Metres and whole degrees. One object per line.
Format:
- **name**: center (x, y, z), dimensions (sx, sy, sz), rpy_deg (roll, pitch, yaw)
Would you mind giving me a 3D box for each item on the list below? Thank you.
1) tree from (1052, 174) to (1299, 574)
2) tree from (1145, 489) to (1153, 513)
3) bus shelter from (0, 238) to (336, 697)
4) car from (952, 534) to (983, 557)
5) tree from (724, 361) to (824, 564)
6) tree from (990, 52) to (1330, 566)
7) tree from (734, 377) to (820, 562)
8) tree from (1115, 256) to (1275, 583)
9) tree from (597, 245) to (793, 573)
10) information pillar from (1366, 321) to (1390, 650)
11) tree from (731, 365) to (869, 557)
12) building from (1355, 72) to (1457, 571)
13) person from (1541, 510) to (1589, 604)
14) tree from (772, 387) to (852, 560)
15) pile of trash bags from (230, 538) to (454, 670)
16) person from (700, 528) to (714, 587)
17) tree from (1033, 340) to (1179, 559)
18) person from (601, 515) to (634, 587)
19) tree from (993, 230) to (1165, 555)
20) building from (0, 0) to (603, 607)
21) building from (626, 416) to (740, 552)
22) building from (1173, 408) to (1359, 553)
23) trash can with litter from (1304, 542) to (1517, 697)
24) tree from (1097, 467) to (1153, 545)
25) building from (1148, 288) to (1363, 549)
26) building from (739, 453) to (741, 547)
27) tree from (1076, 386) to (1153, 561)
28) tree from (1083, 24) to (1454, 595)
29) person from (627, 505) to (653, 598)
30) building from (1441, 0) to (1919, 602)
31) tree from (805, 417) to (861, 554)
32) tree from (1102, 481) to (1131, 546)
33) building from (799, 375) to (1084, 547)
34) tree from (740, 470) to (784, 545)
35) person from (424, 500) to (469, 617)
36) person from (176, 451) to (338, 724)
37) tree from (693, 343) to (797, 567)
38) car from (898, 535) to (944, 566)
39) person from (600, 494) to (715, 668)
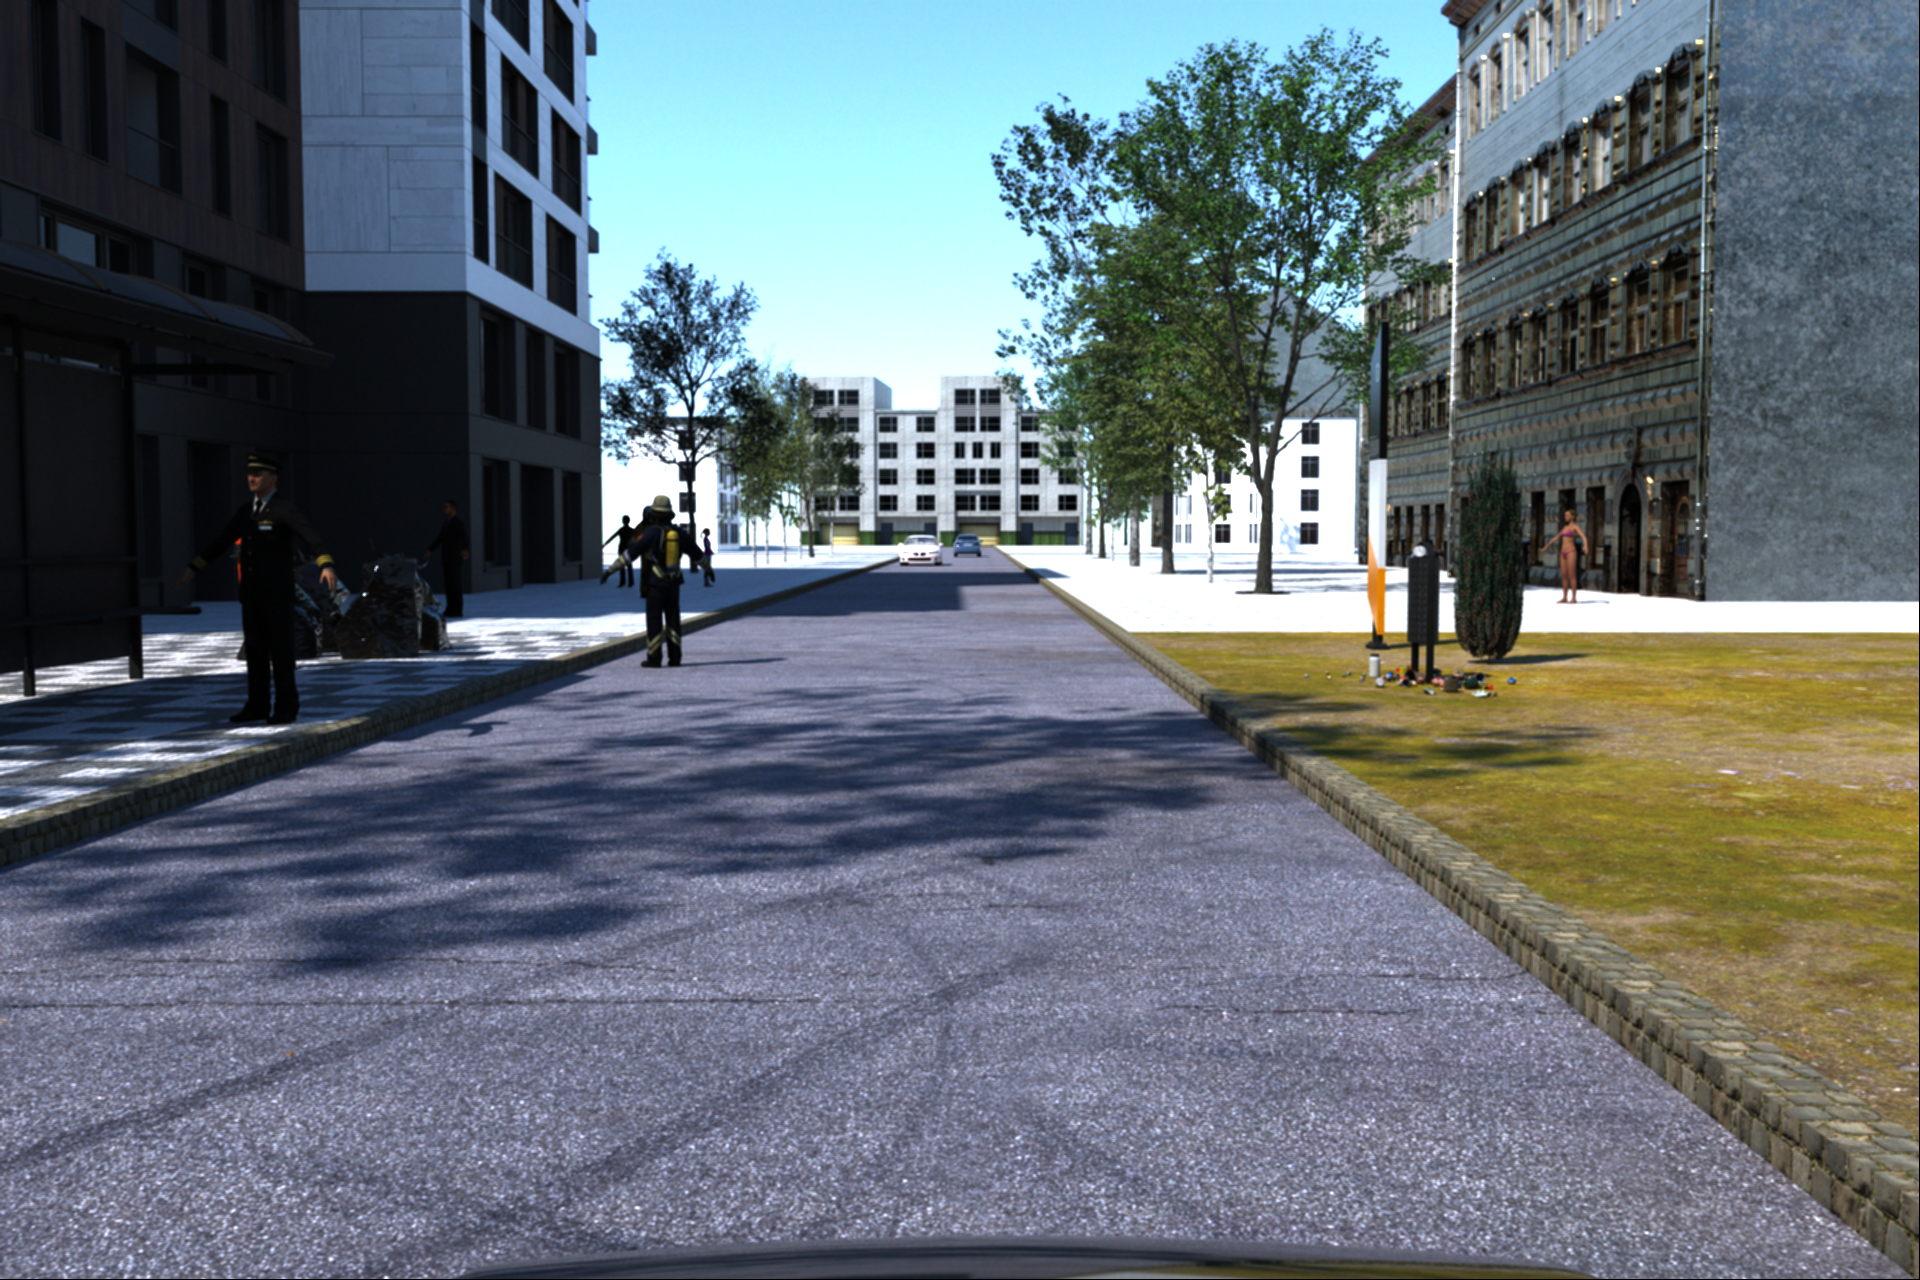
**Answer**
- **tree**: center (6.772, -8.357, 54.772), dimensions (7.486, 12.596, 7.792), rpy_deg (0, 3, 0)
- **tree**: center (23.236, -14.903, 194.028), dimensions (4.360, 8.622, 3.978), rpy_deg (0, 3, 0)
- **bus shelter**: center (-6.636, -1.152, 12.756), dimensions (2.014, 3.302, 5.546), rpy_deg (0, 4, 2)
- **car**: center (0.474, -5.996, 110.039), dimensions (2.014, 1.417, 4.499), rpy_deg (0, 3, 0)
- **tree**: center (-8.061, -7.491, 72.835), dimensions (4.737, 8.622, 4.395), rpy_deg (0, 3, 0)
- **tree**: center (8.247, -12.939, 67.435), dimensions (12.611, 20.169, 13.585), rpy_deg (0, 3, 0)
- **tree**: center (-7.873, -7.892, 79.391), dimensions (4.360, 8.622, 3.978), rpy_deg (0, 3, 0)
- **tree**: center (6.356, -5.796, 45.121), dimensions (4.737, 8.622, 4.395), rpy_deg (0, 3, 0)
- **tree**: center (-9.123, -7.496, 56.971), dimensions (7.601, 10.594, 8.767), rpy_deg (-2, 4, -29)
- **information pillar**: center (4.666, -1.711, 19.328), dimensions (0.183, 3.616, 0.504), rpy_deg (0, 4, 0)
- **tree**: center (-8.444, -9.835, 95.211), dimensions (7.601, 10.594, 8.767), rpy_deg (2, 4, 29)
- **building**: center (26.019, -14.204, 63.157), dimensions (19.493, 23.208, 18.063), rpy_deg (0, 4, 0)
- **person**: center (11.178, -1.539, 31.965), dimensions (0.721, 1.733, 1.217), rpy_deg (-1, 4, -20)
- **tree**: center (-8.180, -8.361, 87.068), dimensions (4.360, 8.622, 3.978), rpy_deg (0, 3, 0)
- **pile of trash bags**: center (-6.548, -0.494, 17.830), dimensions (1.912, 1.369, 3.447), rpy_deg (0, 4, 1)
- **person**: center (-6.102, -2.018, 42.256), dimensions (0.599, 1.433, 0.991), rpy_deg (-1, 4, -15)
- **tree**: center (7.639, -10.122, 91.249), dimensions (9.928, 11.665, 9.643), rpy_deg (0, 3, 0)
- **person**: center (-8.096, -2.140, 41.716), dimensions (0.721, 1.740, 1.216), rpy_deg (3, 5, 44)
- **tree**: center (7.763, -15.389, 107.506), dimensions (12.611, 20.169, 13.585), rpy_deg (0, 3, 0)
- **building**: center (-24.330, -11.627, 34.073), dimensions (27.936, 21.610, 32.646), rpy_deg (0, 4, 0)
- **building**: center (-21.952, -11.960, 137.699), dimensions (9.099, 9.664, 28.070), rpy_deg (0, 4, 0)
- **building**: center (22.080, -11.476, 129.775), dimensions (9.099, 9.664, 28.070), rpy_deg (0, 4, 0)
- **trash can with litter**: center (3.913, -0.220, 14.653), dimensions (1.678, 1.210, 2.233), rpy_deg (0, 4, 0)
- **tree**: center (19.601, -17.251, 200.178), dimensions (7.486, 12.596, 7.792), rpy_deg (0, 3, 0)
- **building**: center (28.105, -20.201, 161.213), dimensions (19.493, 23.208, 18.063), rpy_deg (0, 4, 0)
- **building**: center (-25.442, -13.694, 166.049), dimensions (9.099, 9.664, 28.070), rpy_deg (0, 4, 0)
- **tree**: center (7.239, -8.000, 81.164), dimensions (4.737, 8.622, 4.395), rpy_deg (0, 3, 0)
- **tree**: center (6.467, -6.783, 36.653), dimensions (9.928, 11.665, 9.643), rpy_deg (0, 3, 0)
- **person**: center (-6.234, -1.775, 34.793), dimensions (0.705, 1.858, 1.354), rpy_deg (2, 4, 35)
- **building**: center (23.418, -12.844, 40.932), dimensions (19.493, 23.208, 18.063), rpy_deg (0, 4, 1)
- **tree**: center (-8.065, -9.686, 108.724), dimensions (4.360, 8.622, 3.978), rpy_deg (0, 3, 0)
- **tree**: center (18.081, -14.862, 193.360), dimensions (4.360, 8.622, 3.978), rpy_deg (0, 3, 0)
- **building**: center (-1.546, -20.250, 199.999), dimensions (31.486, 18.905, 16.747), rpy_deg (0, 4, 5)
- **tree**: center (-23.568, -16.943, 195.139), dimensions (7.486, 12.596, 7.792), rpy_deg (0, 3, 0)
- **person**: center (-7.876, -1.256, 26.756), dimensions (0.704, 1.802, 1.346), rpy_deg (-3, 5, -42)
- **person**: center (-4.745, -0.359, 11.804), dimensions (1.347, 1.837, 0.705), rpy_deg (1, 4, 21)
- **tree**: center (-7.816, -7.099, 66.432), dimensions (4.360, 8.622, 3.978), rpy_deg (0, 3, 0)
- **car**: center (-1.776, -4.128, 79.859), dimensions (2.083, 1.381, 4.827), rpy_deg (0, 4, 1)
- **person**: center (-3.212, -0.638, 18.666), dimensions (1.354, 1.856, 0.705), rpy_deg (-3, 4, -36)
